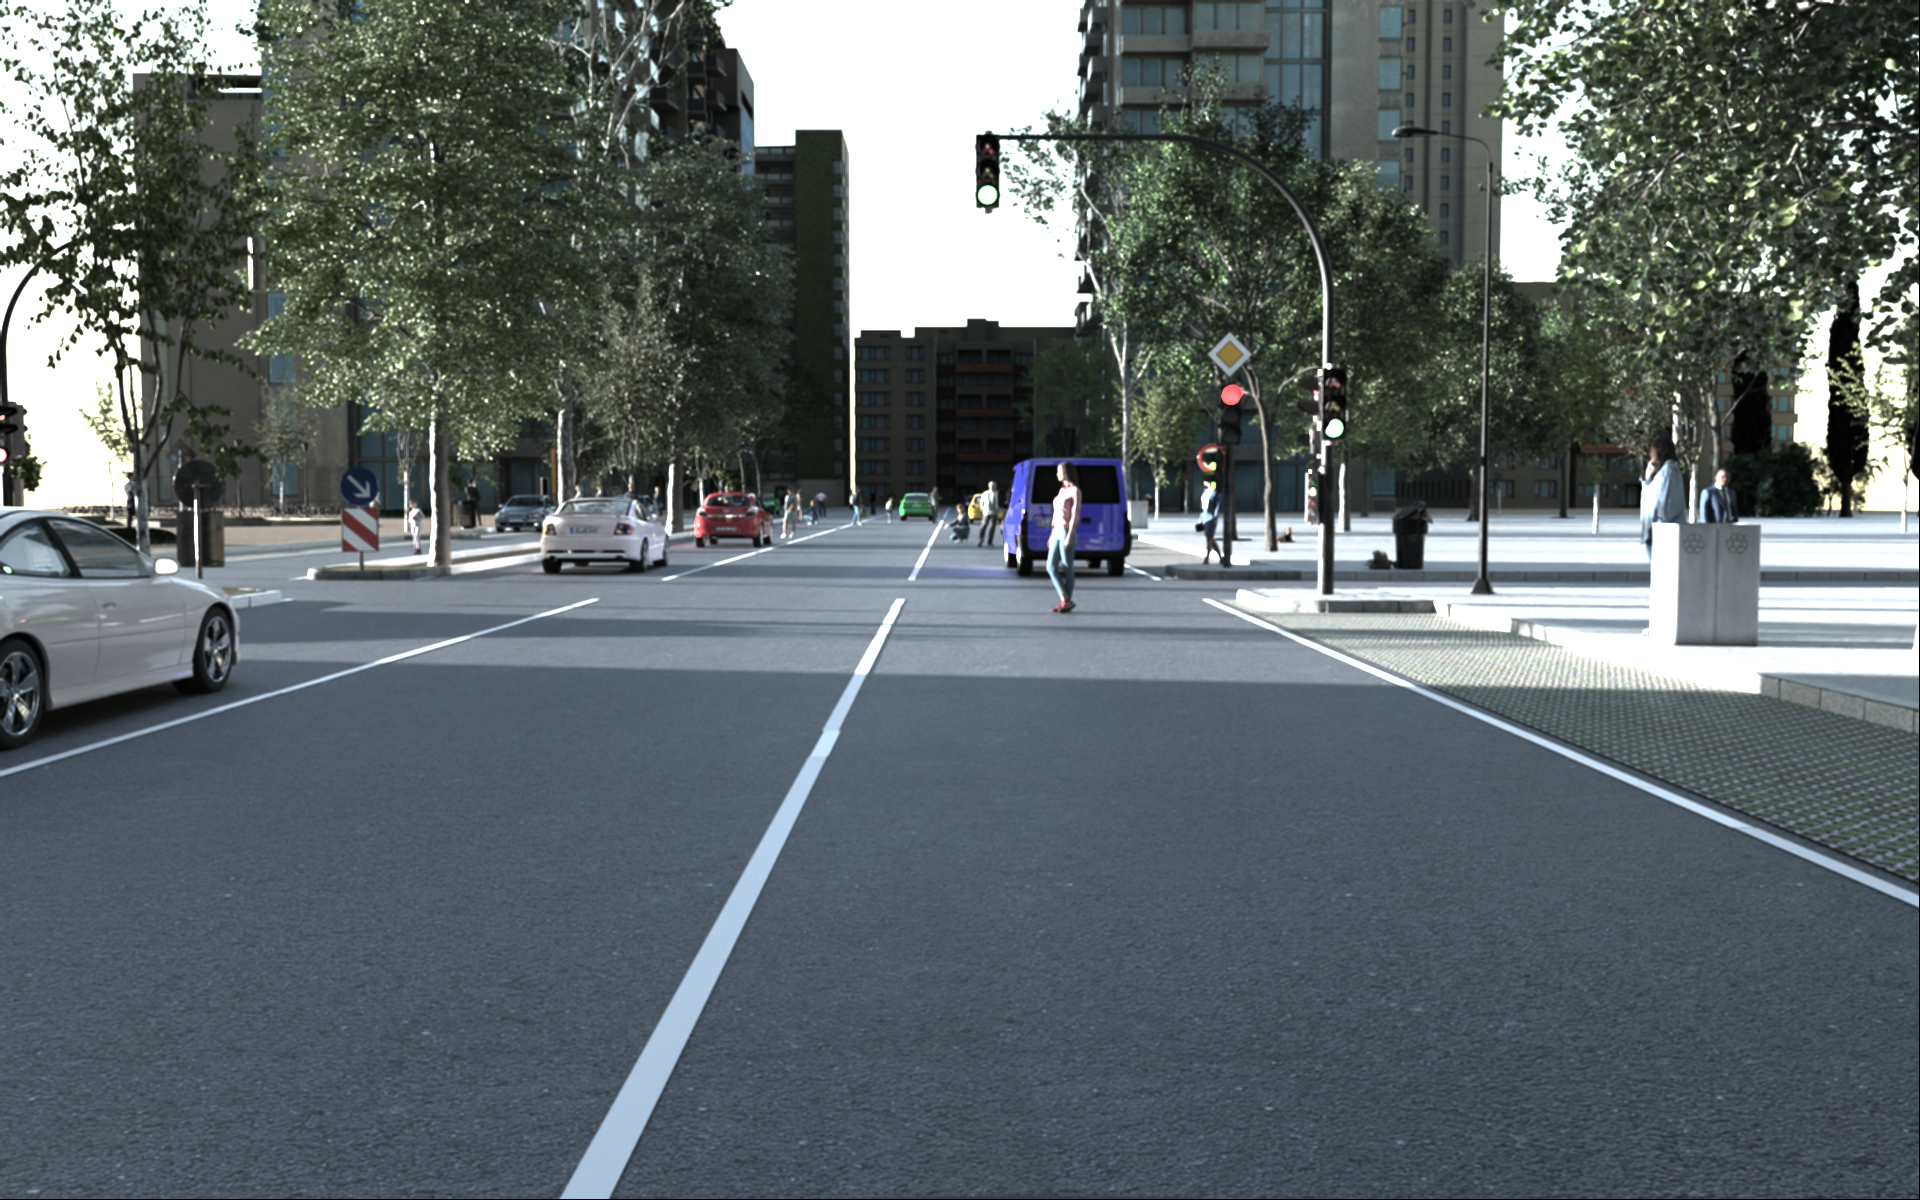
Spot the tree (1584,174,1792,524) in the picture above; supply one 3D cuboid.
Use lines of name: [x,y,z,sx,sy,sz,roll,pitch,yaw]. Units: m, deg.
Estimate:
tree: [16.408,-5.430,39.136,4.360,8.622,3.978,0,3,0]

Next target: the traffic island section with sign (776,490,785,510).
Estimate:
traffic island section with sign: [-16.487,-9.192,158.916,1.989,1.847,2.006,0,3,0]

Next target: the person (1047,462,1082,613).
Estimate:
person: [1.251,-0.765,21.018,0.388,1.821,0.555,-2,4,-35]

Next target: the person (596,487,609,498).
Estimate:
person: [-15.449,-4.059,74.643,0.659,1.850,0.755,1,4,14]

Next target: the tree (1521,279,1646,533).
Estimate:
tree: [20.979,-6.554,57.513,4.737,8.622,4.395,0,3,0]

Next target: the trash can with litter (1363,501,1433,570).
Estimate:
trash can with litter: [7.462,-1.108,29.505,1.055,1.170,0.624,-1,4,-9]

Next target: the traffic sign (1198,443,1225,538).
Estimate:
traffic sign: [6.350,-2.657,43.543,0.768,2.556,0.104,0,4,5]

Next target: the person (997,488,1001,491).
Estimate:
person: [2.312,-5.891,104.797,0.794,1.824,0.713,0,4,-4]

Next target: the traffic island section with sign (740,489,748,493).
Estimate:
traffic island section with sign: [-16.436,-7.540,131.903,1.989,1.847,2.006,0,3,0]

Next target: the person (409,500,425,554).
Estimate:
person: [-12.925,-1.737,41.176,0.425,1.301,0.394,0,4,8]

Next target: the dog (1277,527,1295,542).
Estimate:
dog: [8.559,-1.726,45.952,0.748,0.427,0.550,0,4,1]

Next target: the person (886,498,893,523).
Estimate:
person: [-3.498,-4.477,86.376,0.352,1.250,0.332,-1,4,-9]

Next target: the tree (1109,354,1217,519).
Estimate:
tree: [9.948,-8.462,88.713,4.737,8.622,4.395,0,3,0]

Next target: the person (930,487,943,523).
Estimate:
person: [-1.177,-4.727,85.962,0.590,1.801,0.661,-3,5,-44]

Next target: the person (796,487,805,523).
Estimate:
person: [-8.028,-4.781,87.009,0.374,1.781,0.599,-1,4,-23]

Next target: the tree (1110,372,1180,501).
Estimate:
tree: [10.533,-9.226,101.214,4.360,8.622,3.978,0,3,0]

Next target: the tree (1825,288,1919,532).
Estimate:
tree: [31.911,-6.617,58.548,4.737,8.622,4.395,0,3,0]

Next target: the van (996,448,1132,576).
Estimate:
van: [1.879,-1.688,31.975,2.240,2.365,5.245,0,4,-2]

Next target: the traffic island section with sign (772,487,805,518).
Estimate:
traffic island section with sign: [-10.273,-5.921,104.950,2.006,1.907,1.989,0,3,0]

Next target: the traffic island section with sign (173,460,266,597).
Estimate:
traffic island section with sign: [-10.106,-0.873,22.405,2.006,1.907,1.989,0,3,0]

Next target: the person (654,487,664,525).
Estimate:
person: [-13.910,-4.333,79.759,0.576,1.772,0.534,1,4,12]

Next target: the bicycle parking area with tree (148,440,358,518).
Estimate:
bicycle parking area with tree: [-37.392,-6.551,94.106,9.016,4.147,8.231,2,4,32]

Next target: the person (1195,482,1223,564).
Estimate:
person: [4.911,-1.538,33.663,0.654,1.822,0.581,-1,4,-13]

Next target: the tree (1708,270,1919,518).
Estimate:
tree: [51.113,-12.016,98.279,18.604,14.587,13.155,0,4,-2]

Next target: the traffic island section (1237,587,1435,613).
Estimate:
traffic island section: [4.695,0.005,22.196,2.009,0.180,2.903,0,3,0]

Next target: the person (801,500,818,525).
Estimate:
person: [-7.049,-4.123,81.409,0.738,1.151,1.012,3,5,42]

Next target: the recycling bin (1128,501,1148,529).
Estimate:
recycling bin: [6.565,-3.172,64.423,0.722,1.027,0.722,-1,4,-9]

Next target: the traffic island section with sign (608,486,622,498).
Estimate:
traffic island section with sign: [-16.339,-4.473,81.761,1.989,1.847,2.006,0,3,0]

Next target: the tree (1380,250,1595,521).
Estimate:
tree: [24.576,-10.077,81.760,9.611,12.733,9.660,0,3,0]

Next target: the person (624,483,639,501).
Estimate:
person: [-9.936,-2.666,52.518,0.576,1.772,0.534,0,4,-5]

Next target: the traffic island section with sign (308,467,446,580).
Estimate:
traffic island section with sign: [-10.111,-1.326,29.812,2.006,1.907,1.989,0,3,0]

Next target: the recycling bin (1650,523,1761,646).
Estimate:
recycling bin: [6.423,-0.146,14.949,0.722,1.027,0.722,1,4,8]

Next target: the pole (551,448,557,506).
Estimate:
pole: [-18.168,-5.116,77.484,0.158,3.312,0.155,0,3,0]

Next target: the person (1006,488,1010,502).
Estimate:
person: [2.691,-5.202,93.741,0.466,1.800,0.511,-1,4,-12]

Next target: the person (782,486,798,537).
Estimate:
person: [-5.578,-2.916,57.178,0.512,1.701,0.522,-2,4,-35]

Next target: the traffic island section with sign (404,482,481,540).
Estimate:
traffic island section with sign: [-16.281,-2.821,54.747,1.989,1.847,2.006,0,3,0]

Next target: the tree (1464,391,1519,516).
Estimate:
tree: [31.432,-9.245,101.512,4.360,8.622,3.978,0,3,0]

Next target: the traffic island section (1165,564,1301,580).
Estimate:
traffic island section: [4.679,-0.483,30.181,2.009,0.180,2.903,0,3,0]

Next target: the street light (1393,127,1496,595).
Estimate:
street light: [6.169,-3.029,22.072,1.470,5.913,1.316,0,3,0]

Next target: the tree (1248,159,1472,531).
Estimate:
tree: [13.659,-8.637,59.339,7.486,12.596,7.792,0,3,0]

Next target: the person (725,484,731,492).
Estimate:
person: [-8.395,-3.263,62.191,0.599,1.781,0.374,-1,4,-21]

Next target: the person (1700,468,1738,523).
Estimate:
person: [10.910,-0.993,24.919,0.721,1.800,0.419,-1,4,-23]

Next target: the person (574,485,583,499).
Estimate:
person: [-15.796,-3.851,71.648,0.526,1.800,0.537,-2,4,-28]

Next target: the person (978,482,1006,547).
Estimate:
person: [0.910,-2.320,46.926,0.782,1.767,0.515,1,4,19]

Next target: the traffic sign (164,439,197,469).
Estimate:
traffic sign: [-18.475,-2.528,41.064,0.795,2.593,0.064,0,4,1]

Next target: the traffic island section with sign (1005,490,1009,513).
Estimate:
traffic island section with sign: [4.481,-7.575,132.479,1.989,1.847,2.006,0,3,0]

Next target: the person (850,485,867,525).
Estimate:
person: [-4.642,-4.341,79.459,0.713,1.824,0.794,2,4,26]

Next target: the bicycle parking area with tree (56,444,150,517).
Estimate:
bicycle parking area with tree: [-47.927,-6.960,100.806,9.016,4.147,8.231,-1,4,-21]

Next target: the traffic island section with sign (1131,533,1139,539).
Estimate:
traffic island section with sign: [4.635,-2.849,55.204,1.989,1.847,2.006,0,3,0]
